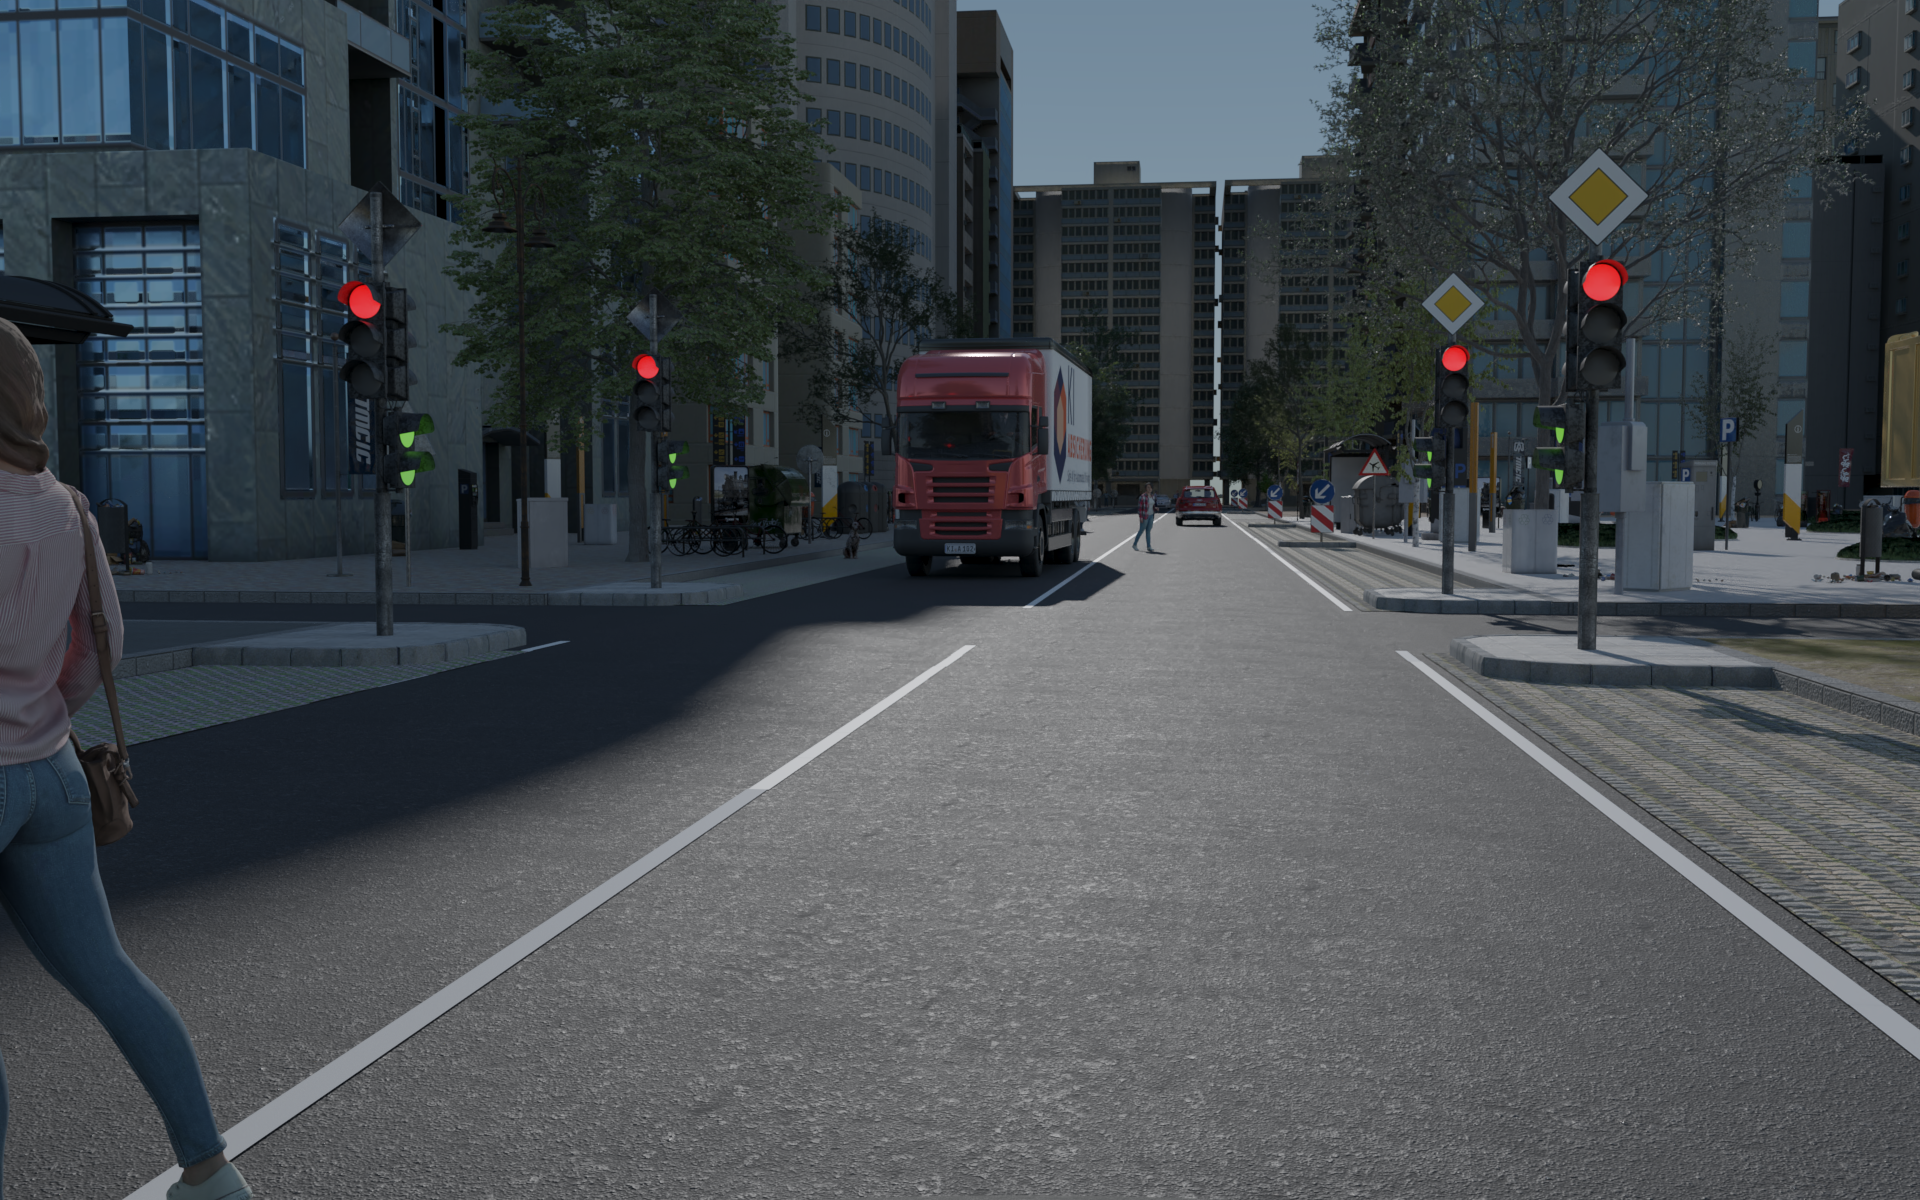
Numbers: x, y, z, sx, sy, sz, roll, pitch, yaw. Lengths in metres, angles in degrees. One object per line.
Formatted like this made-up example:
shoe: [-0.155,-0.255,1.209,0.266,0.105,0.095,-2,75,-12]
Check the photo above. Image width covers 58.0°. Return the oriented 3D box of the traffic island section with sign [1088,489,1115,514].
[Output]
traffic island section with sign: [9.922,-7.105,124.795,1.989,1.847,2.006,0,4,8]

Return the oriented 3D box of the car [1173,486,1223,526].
car: [10.920,-4.326,79.404,2.281,1.827,5.304,0,4,6]

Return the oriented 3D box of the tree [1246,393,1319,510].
tree: [20.498,-9.730,109.449,4.360,8.622,3.978,0,3,0]

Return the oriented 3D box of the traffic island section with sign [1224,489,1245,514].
traffic island section with sign: [20.096,-7.043,123.788,1.989,1.847,2.006,0,4,8]

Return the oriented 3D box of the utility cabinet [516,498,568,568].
utility cabinet: [-7.318,-1.175,30.371,0.306,1.237,1.020,2,4,27]

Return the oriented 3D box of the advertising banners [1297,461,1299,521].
advertising banners: [16.205,-5.317,83.117,0.090,3.025,2.074,1,4,11]

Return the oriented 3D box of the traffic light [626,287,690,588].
traffic light: [-4.128,-2.116,23.512,0.839,4.253,0.868,0,4,8]

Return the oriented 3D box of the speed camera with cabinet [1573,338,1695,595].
speed camera with cabinet: [8.915,-1.736,22.719,2.038,3.252,0.660,-3,5,-42]

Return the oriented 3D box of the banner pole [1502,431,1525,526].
banner pole: [22.201,-4.852,69.349,0.863,3.779,0.401,0,4,3]

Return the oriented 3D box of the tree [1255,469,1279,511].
tree: [23.288,-8.423,132.317,1.663,3.219,1.824,0,3,0]

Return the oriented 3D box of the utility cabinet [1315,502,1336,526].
utility cabinet: [14.814,-3.711,69.358,1.173,1.500,0.318,0,4,-3]

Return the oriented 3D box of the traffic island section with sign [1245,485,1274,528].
traffic island section with sign: [13.368,-4.015,74.273,1.989,1.847,2.006,0,4,8]

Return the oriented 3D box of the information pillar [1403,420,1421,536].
information pillar: [13.814,-3.761,52.848,0.183,3.616,0.504,-3,4,-36]

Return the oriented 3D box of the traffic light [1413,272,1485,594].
traffic light: [6.241,-2.031,22.123,0.839,4.253,0.868,0,4,8]

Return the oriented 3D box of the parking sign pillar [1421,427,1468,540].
parking sign pillar: [13.641,-3.660,48.312,1.447,3.967,1.447,-1,4,-12]

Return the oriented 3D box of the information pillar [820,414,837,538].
information pillar: [-3.833,-3.624,50.609,0.504,3.616,0.183,-2,4,-33]

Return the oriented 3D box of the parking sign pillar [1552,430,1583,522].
parking sign pillar: [22.146,-4.538,62.673,1.447,3.967,1.447,2,4,26]

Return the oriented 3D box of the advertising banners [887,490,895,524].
advertising banners: [-2.901,-4.853,75.530,0.090,3.025,2.074,1,4,11]

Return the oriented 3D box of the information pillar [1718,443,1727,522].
information pillar: [35.205,-5.415,79.891,0.504,3.616,0.183,-3,5,-41]

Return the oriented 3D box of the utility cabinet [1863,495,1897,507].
utility cabinet: [34.966,-3.350,65.936,1.020,1.237,0.306,3,4,37]

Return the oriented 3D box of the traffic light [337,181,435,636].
traffic light: [-5.203,-1.632,15.599,0.839,4.253,0.868,0,4,8]

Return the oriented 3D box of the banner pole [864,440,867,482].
banner pole: [-4.406,-5.565,80.997,0.401,3.779,0.863,0,4,5]

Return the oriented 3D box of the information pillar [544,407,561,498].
information pillar: [-9.669,-3.045,41.147,0.183,3.616,0.504,2,4,28]

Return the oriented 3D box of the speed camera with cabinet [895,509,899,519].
speed camera with cabinet: [-2.065,-4.222,63.360,0.660,3.252,2.038,0,4,-1]

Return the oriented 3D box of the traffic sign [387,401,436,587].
traffic sign: [-7.623,-1.460,23.876,0.884,2.594,0.081,1,4,17]

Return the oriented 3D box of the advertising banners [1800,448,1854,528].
advertising banners: [32.931,-4.276,66.092,2.074,3.025,0.090,1,4,20]

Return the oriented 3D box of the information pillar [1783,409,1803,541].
information pillar: [22.957,-3.447,47.715,0.504,3.616,0.183,-1,4,-9]

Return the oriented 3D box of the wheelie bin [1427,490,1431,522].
wheelie bin: [21.890,-4.397,79.798,0.980,1.594,0.693,1,4,14]

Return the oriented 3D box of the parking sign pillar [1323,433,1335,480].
parking sign pillar: [15.897,-5.271,74.658,1.447,3.967,1.447,1,4,10]

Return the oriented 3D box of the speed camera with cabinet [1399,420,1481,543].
speed camera with cabinet: [12.742,-3.159,45.993,2.038,3.252,0.660,2,4,24]

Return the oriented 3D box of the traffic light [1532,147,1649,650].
traffic light: [5.165,-1.547,14.211,0.839,4.253,0.868,0,4,8]

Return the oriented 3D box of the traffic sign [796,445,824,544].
traffic sign: [-3.878,-2.722,44.613,0.768,2.556,0.104,1,4,17]

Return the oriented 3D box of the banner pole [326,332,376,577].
banner pole: [-9.461,-2.261,26.991,0.863,3.779,0.401,-1,4,-13]

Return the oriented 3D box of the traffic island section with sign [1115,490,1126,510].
traffic island section with sign: [13.571,-8.749,151.678,1.989,1.847,2.006,0,4,8]

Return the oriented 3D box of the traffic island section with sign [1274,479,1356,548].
traffic island section with sign: [9.643,-2.341,46.911,1.989,1.847,2.006,0,4,8]

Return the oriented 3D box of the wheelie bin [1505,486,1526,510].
wheelie bin: [21.555,-3.625,67.184,0.693,1.594,0.980,2,4,32]

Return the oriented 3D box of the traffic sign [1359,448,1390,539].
traffic sign: [11.787,-3.015,49.304,0.884,2.594,0.081,1,4,10]

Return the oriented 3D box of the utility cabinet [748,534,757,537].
utility cabinet: [-6.355,-2.451,51.239,1.020,1.237,0.306,1,4,22]

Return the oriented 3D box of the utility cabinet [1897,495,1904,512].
utility cabinet: [42.342,-4.116,78.457,1.020,1.237,0.306,-2,4,-29]

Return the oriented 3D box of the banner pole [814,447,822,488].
banner pole: [-6.434,-5.535,80.515,0.863,3.779,0.401,2,4,26]

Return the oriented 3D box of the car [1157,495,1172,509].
car: [19.136,-9.346,165.172,2.083,1.381,4.827,0,4,8]

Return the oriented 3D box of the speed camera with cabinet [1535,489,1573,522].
speed camera with cabinet: [20.417,-3.916,58.359,0.660,3.252,2.038,-3,4,-39]

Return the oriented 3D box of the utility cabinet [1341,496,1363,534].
utility cabinet: [12.744,-2.765,56.367,0.306,1.237,1.020,-1,4,-15]
